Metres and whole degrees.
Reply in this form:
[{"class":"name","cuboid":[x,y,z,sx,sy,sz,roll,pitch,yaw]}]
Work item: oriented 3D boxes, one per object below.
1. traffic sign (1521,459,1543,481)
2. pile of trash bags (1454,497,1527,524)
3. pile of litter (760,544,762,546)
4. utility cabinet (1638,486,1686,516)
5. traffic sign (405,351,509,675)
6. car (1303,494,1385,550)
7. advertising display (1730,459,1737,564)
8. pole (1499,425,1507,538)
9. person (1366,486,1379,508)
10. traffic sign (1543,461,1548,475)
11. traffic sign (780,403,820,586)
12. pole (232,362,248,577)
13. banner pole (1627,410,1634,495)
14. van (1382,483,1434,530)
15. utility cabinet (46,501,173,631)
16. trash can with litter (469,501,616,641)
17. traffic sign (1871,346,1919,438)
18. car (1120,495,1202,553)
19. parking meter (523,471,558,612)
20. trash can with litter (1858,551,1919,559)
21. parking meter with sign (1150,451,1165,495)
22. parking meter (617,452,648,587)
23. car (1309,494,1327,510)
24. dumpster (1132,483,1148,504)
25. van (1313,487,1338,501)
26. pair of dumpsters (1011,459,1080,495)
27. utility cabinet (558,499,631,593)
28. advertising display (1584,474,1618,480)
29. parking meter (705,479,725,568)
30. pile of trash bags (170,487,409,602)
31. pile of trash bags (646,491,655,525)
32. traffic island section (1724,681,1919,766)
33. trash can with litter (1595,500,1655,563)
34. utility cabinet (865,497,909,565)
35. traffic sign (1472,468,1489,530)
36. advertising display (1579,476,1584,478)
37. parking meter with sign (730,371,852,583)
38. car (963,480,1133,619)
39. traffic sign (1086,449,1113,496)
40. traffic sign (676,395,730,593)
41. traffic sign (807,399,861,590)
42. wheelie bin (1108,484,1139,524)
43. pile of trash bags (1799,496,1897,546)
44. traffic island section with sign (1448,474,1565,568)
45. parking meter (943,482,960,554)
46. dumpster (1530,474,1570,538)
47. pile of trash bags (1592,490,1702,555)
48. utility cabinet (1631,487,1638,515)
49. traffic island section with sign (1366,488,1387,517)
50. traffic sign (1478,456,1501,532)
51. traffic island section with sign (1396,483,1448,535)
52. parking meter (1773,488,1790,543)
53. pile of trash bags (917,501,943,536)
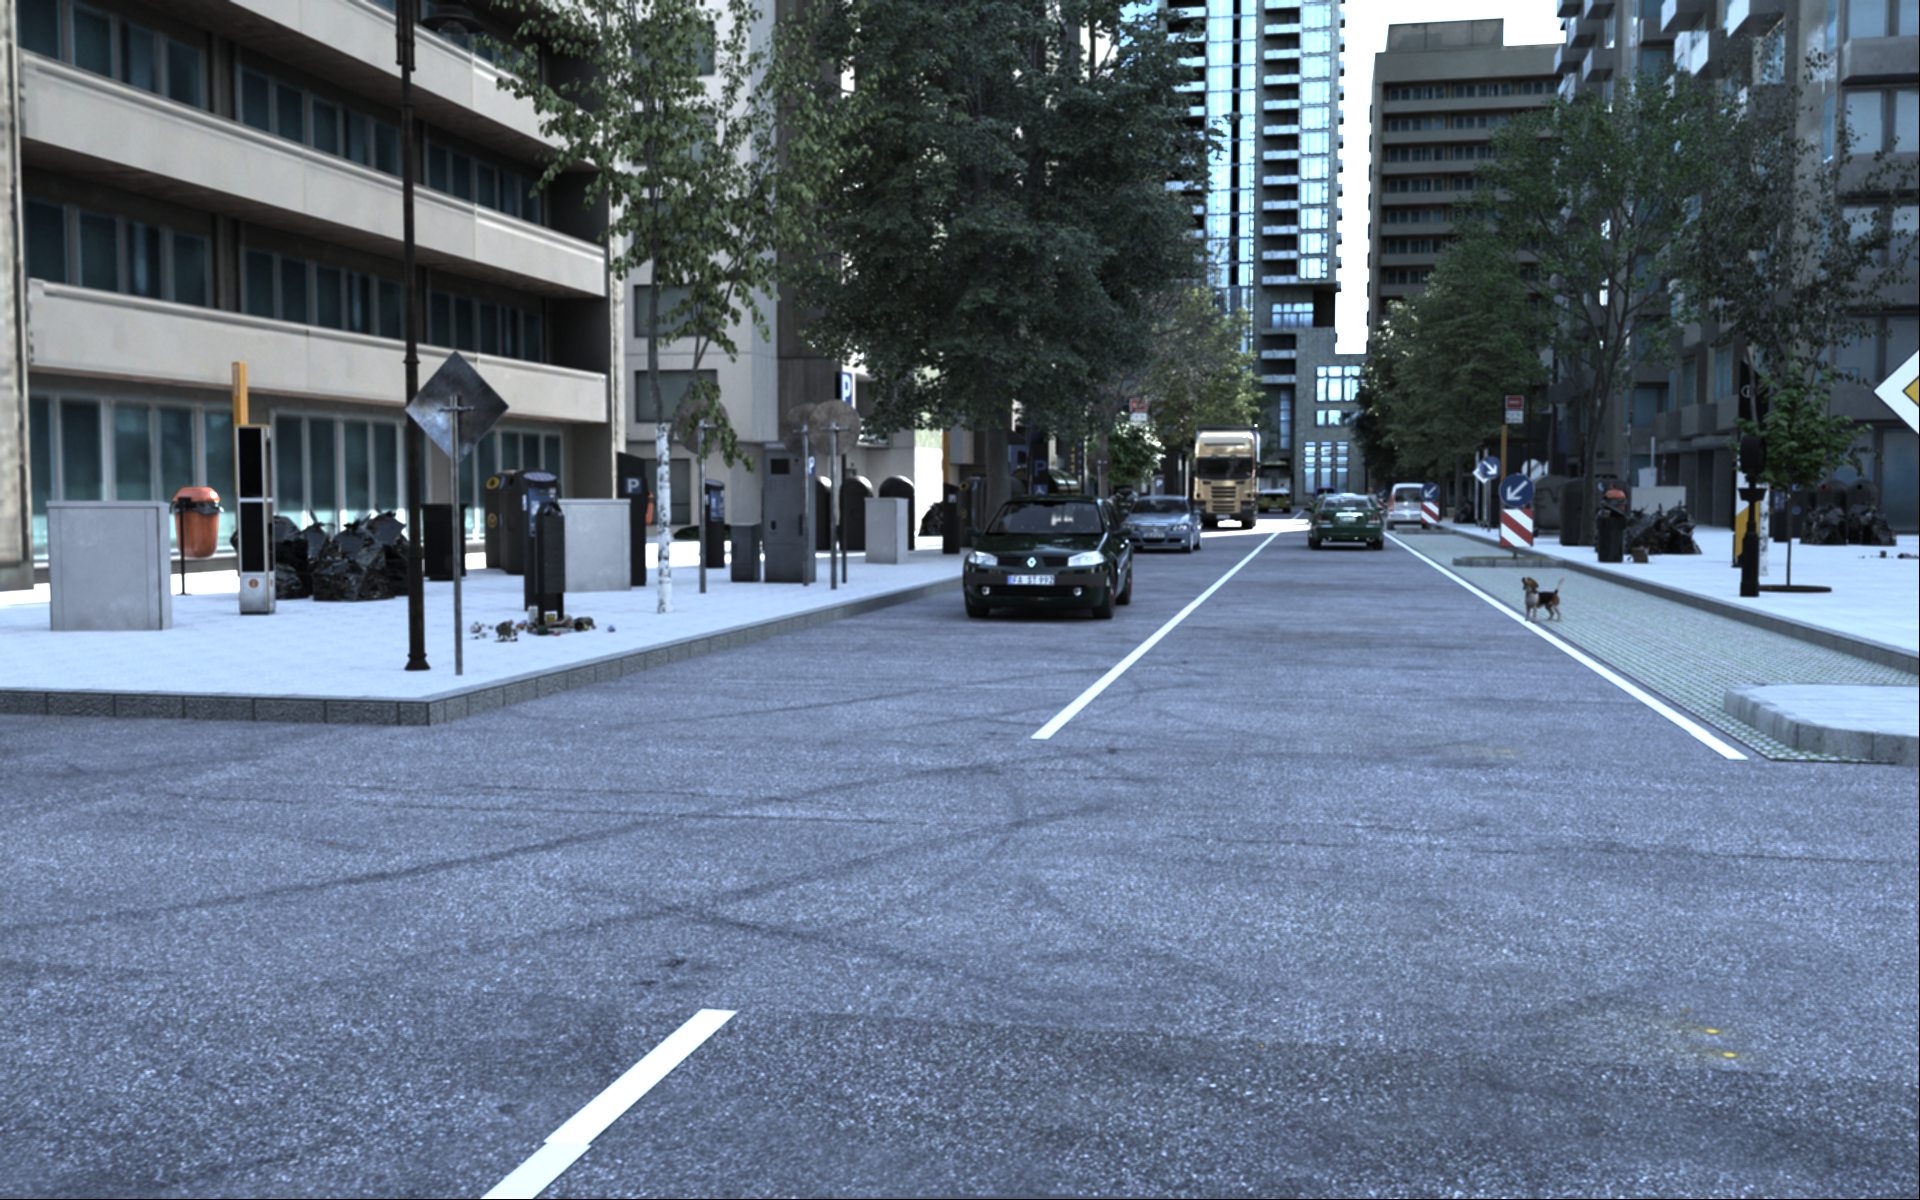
[{"class":"traffic sign","cuboid":[20.959,-3.878,63.504,0.768,2.556,0.104,1,4,13]},{"class":"pile of trash bags","cuboid":[23.155,-3.996,75.082,3.447,1.369,1.912,1,4,21]},{"class":"pile of litter","cuboid":[-4.203,-1.782,43.099,1.719,0.858,1.176,-1,4,-22]},{"class":"utility cabinet","cuboid":[20.405,-2.544,50.278,1.173,1.500,0.318,2,4,27]},{"class":"traffic sign","cuboid":[-3.549,-0.524,12.215,0.795,2.450,0.064,1,4,12]},{"class":"car","cuboid":[10.189,-2.083,45.858,2.131,1.459,4.920,1,4,10]},{"class":"advertising display","cuboid":[14.640,-1.648,32.159,0.974,1.923,0.123,-2,4,-35]},{"class":"pole","cuboid":[16.019,-3.501,51.078,0.158,3.312,0.155,0,3,0]},{"class":"person","cuboid":[14.512,-3.187,61.354,0.466,1.731,0.760,-3,5,-43]},{"class":"traffic sign","cuboid":[21.101,-3.757,61.531,0.768,2.556,0.104,1,4,12]},{"class":"traffic sign","cuboid":[-2.154,-1.470,24.134,0.768,2.556,0.104,1,4,17]},{"class":"pole","cuboid":[-11.137,-2.019,26.859,0.158,3.312,0.155,0,3,0]},{"class":"banner pole","cuboid":[19.917,-3.765,51.567,0.401,3.779,0.863,2,4,28]},{"class":"van","cuboid":[17.931,-3.806,69.242,2.013,2.044,4.112,1,4,13]},{"class":"utility cabinet","cuboid":[-8.012,-0.317,16.341,1.020,1.237,0.306,0,4,-4]},{"class":"trash can with litter","cuboid":[-4.052,-0.308,16.099,1.678,1.210,2.233,0,4,7]},{"class":"traffic sign","cuboid":[5.789,-0.404,10.246,0.795,2.450,0.064,1,4,12]},{"class":"car","cuboid":[5.091,-1.929,43.535,2.014,1.417,4.499,1,4,12]},{"class":"parking meter","cuboid":[-4.603,-0.649,19.024,0.372,1.533,0.369,0,3,0]},{"class":"trash can with litter","cuboid":[19.195,-1.440,34.607,2.233,1.210,1.678,1,4,22]},{"class":"parking meter with sign","cuboid":[7.892,-4.476,69.450,0.543,3.016,1.738,0,4,-8]},{"class":"parking meter","cuboid":[-4.552,-1.125,24.098,0.399,1.863,0.255,-1,4,-21]},{"class":"car","cuboid":[19.114,-4.755,89.540,2.131,1.459,4.920,1,4,11]},{"class":"dumpster","cuboid":[8.734,-4.718,82.902,1.264,1.857,1.865,1,4,12]},{"class":"van","cuboid":[32.681,-9.204,154.866,2.240,2.365,5.245,1,4,12]},{"class":"pair of dumpsters","cuboid":[2.229,-2.732,47.154,1.574,2.255,4.437,1,4,12]},{"class":"utility cabinet","cuboid":[-4.867,-0.713,22.813,1.020,1.237,0.306,-2,4,-35]},{"class":"advertising display","cuboid":[20.880,-3.129,56.369,0.974,1.923,0.123,3,5,42]},{"class":"parking meter","cuboid":[-4.263,-1.320,29.994,0.372,1.533,0.369,0,3,0]},{"class":"pile of trash bags","cuboid":[-8.491,-0.738,21.814,3.447,1.369,1.912,1,4,18]},{"class":"pile of trash bags","cuboid":[-9.678,-2.179,45.372,3.447,1.369,1.912,-2,4,-27]},{"class":"traffic island section","cuboid":[5.814,0.732,10.319,2.009,0.180,2.903,1,4,12]},{"class":"trash can with litter","cuboid":[12.459,-1.289,32.454,1.055,1.170,0.624,1,4,21]},{"class":"utility cabinet","cuboid":[-1.351,-1.272,31.958,0.306,1.237,1.020,-3,4,-37]},{"class":"traffic sign","cuboid":[18.592,-3.690,61.509,0.795,2.450,0.064,1,4,19]},{"class":"advertising display","cuboid":[22.218,-3.400,60.804,0.974,1.923,0.123,1,4,22]},{"class":"parking meter with sign","cuboid":[-2.470,-1.762,25.075,1.738,3.016,0.543,1,4,14]},{"class":"car","cuboid":[1.142,-0.699,21.213,2.009,1.686,4.222,1,4,10]},{"class":"traffic sign","cuboid":[3.905,-2.976,48.763,0.768,2.556,0.104,1,4,19]},{"class":"traffic sign","cuboid":[-3.331,-1.361,22.354,0.768,2.556,0.104,1,4,16]},{"class":"traffic sign","cuboid":[-1.698,-1.413,23.216,0.768,2.556,0.104,1,4,15]},{"class":"wheelie bin","cuboid":[5.343,-2.966,56.406,0.980,1.594,0.693,0,4,-6]},{"class":"pile of trash bags","cuboid":[23.026,-2.063,43.490,3.447,1.369,1.912,2,4,24]},{"class":"traffic island section with sign","cuboid":[10.870,-1.579,34.444,1.989,1.847,2.006,1,4,12]},{"class":"parking meter","cuboid":[-0.188,-1.756,37.126,0.372,1.533,0.369,0,3,0]},{"class":"dumpster","cuboid":[17.561,-2.795,51.462,1.264,1.857,1.865,1,4,12]},{"class":"pile of trash bags","cuboid":[14.860,-1.734,38.110,1.912,1.369,3.447,0,4,1]},{"class":"utility cabinet","cuboid":[22.043,-2.846,55.213,1.173,1.500,0.318,3,4,36]},{"class":"traffic island section with sign","cuboid":[26.842,-6.243,110.706,1.989,1.847,2.006,1,4,12]},{"class":"traffic sign","cuboid":[17.824,-3.559,58.290,0.768,2.556,0.104,1,4,15]},{"class":"traffic island section with sign","cuboid":[16.613,-3.254,61.823,1.989,1.847,2.006,1,4,12]},{"class":"parking meter","cuboid":[21.803,-2.296,45.946,0.372,1.533,0.369,0,3,0]},{"class":"pile of trash bags","cuboid":[0.134,-2.700,53.900,1.912,1.369,3.447,2,4,25]}]
